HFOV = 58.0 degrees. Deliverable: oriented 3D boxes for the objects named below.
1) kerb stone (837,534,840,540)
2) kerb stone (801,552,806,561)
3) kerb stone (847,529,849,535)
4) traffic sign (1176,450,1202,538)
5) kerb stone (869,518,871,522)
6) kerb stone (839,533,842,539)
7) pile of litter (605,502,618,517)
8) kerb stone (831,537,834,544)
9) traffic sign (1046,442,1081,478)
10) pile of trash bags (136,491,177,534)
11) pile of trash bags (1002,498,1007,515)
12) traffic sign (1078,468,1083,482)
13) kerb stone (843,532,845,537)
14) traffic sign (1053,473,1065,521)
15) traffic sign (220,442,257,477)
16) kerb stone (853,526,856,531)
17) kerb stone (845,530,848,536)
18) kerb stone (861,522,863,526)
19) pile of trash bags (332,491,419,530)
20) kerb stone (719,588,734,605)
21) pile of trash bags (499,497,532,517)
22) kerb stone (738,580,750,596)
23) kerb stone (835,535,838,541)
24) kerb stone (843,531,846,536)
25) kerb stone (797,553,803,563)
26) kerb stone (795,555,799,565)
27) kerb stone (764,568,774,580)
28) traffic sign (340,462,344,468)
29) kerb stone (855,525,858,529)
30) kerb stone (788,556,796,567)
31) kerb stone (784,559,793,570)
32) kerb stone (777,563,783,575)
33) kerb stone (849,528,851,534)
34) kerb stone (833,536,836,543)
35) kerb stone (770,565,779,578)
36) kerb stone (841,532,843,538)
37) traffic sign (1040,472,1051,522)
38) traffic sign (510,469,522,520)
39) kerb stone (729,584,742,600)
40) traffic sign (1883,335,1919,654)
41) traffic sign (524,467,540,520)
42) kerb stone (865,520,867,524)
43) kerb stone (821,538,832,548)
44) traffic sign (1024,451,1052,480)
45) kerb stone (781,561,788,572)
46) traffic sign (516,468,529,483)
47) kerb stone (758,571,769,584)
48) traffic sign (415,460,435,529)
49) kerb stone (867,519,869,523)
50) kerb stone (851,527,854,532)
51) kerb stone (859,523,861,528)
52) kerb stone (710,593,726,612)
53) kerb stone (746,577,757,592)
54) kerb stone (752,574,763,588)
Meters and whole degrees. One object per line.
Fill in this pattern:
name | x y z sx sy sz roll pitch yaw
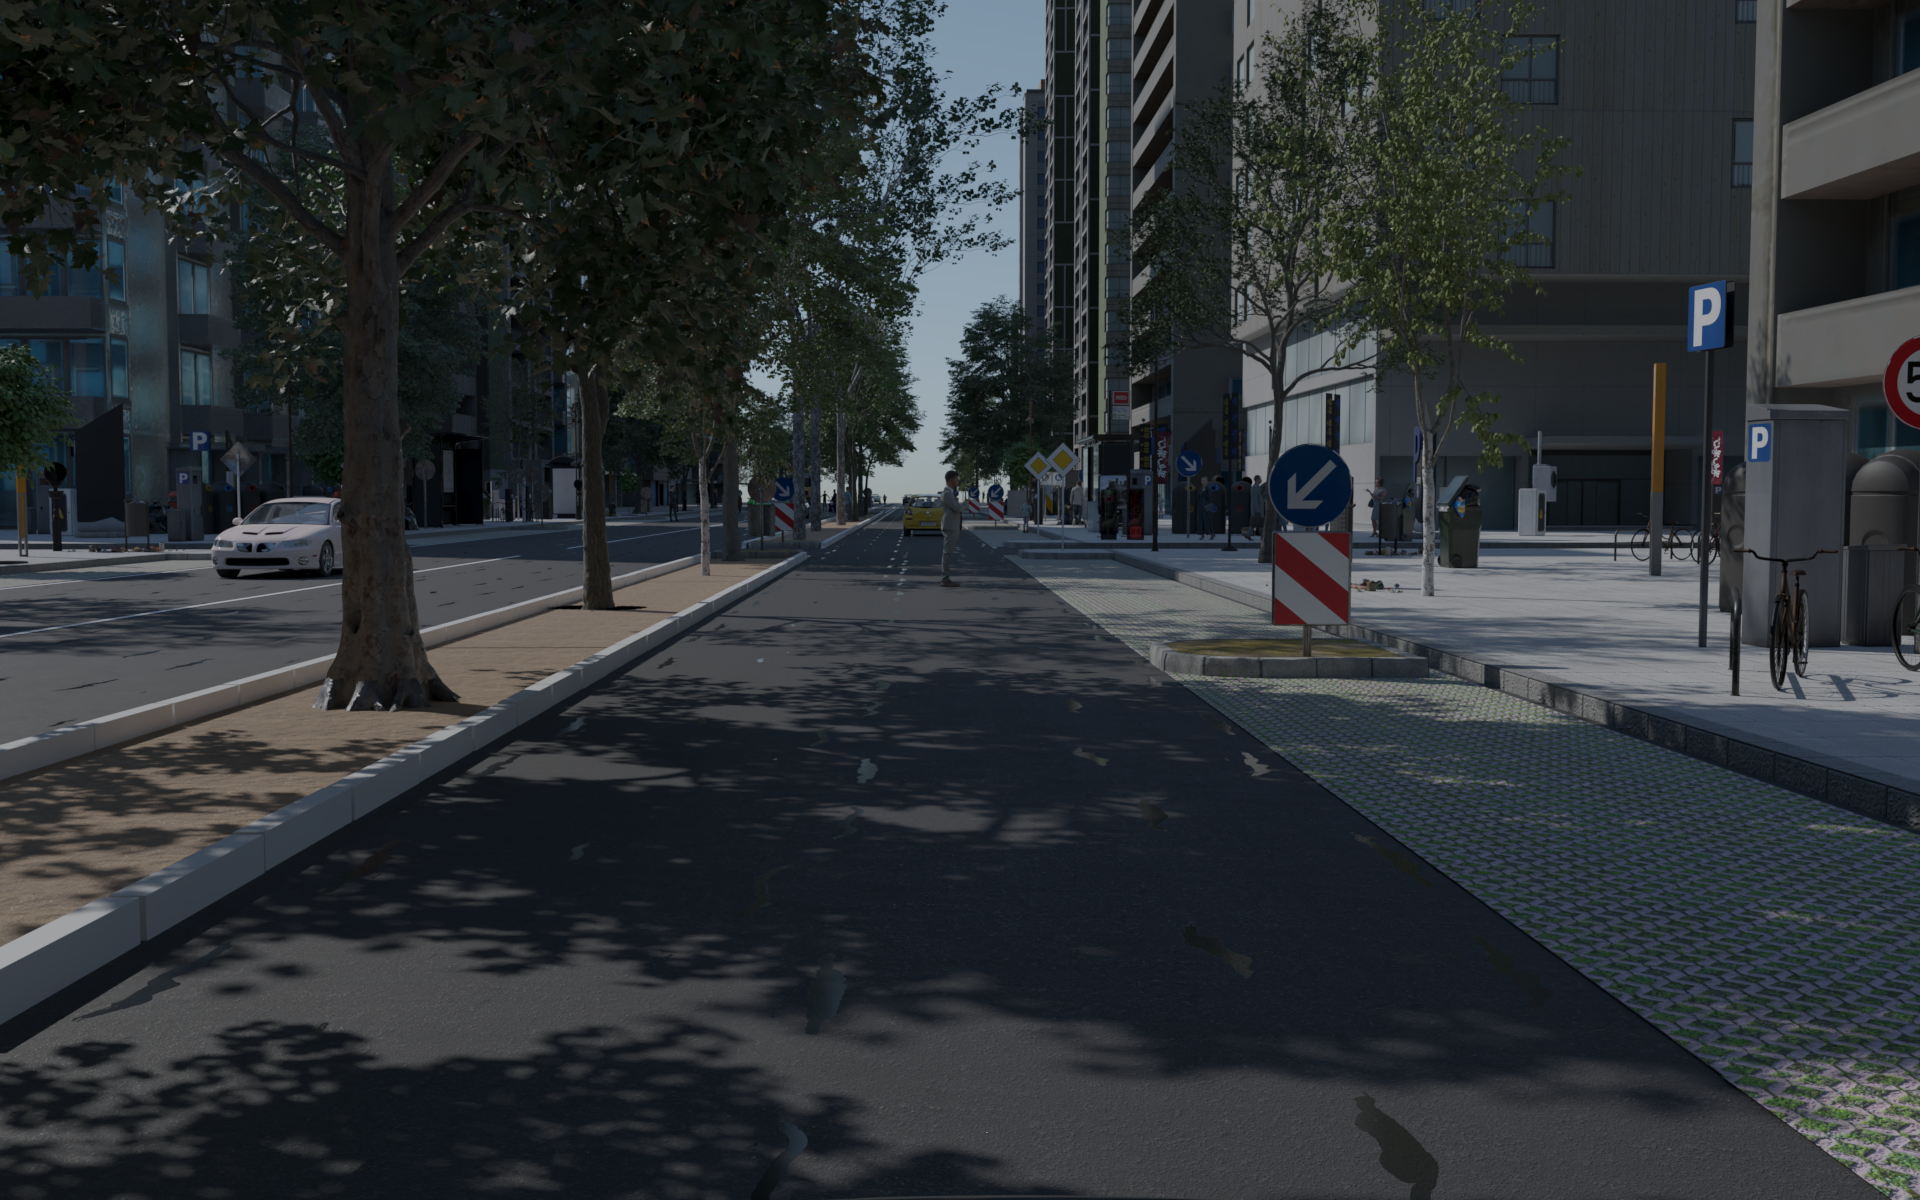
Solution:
kerb stone | -3.806 -1.863 52.719 0.120 0.150 1.000 0 4 -1
kerb stone | -3.418 -0.891 36.840 0.120 0.150 1.000 0 4 -1
kerb stone | -3.951 -2.244 58.878 0.120 0.150 1.000 0 4 -1
traffic sign | 6.677 -3.089 50.603 0.768 2.556 0.104 0 4 3
kerb stone | -4.560 -3.811 84.505 0.120 0.150 1.000 0 4 -1
kerb stone | -3.821 -1.926 53.743 0.120 0.150 1.000 0 4 -1
pile of litter | -19.990 -5.161 98.344 1.176 0.858 1.719 0 4 -3
kerb stone | -3.696 -1.617 48.626 0.120 0.150 1.000 0 4 -1
traffic sign | 2.335 -2.249 38.961 0.795 2.593 0.064 0 4 -1
pile of trash bags | -26.341 -2.872 56.707 1.912 1.369 3.447 0 4 1
pile of trash bags | 3.680 -5.854 105.458 1.912 1.369 3.447 2 4 24
traffic sign | 6.022 -5.044 82.568 0.768 2.556 0.104 0 4 8
kerb stone | -3.874 -2.055 55.799 0.120 0.150 1.000 0 4 -1
traffic sign | 4.656 -4.870 81.761 0.606 2.300 0.079 0 4 0
traffic sign | -16.054 -2.223 38.542 0.795 2.593 0.064 0 4 -1
kerb stone | -4.092 -2.620 65.026 0.120 0.150 1.000 0 4 -1
kerb stone | -3.921 -2.181 57.851 0.120 0.150 1.000 0 4 -1
kerb stone | -4.297 -3.121 73.228 0.120 0.150 1.000 0 4 -1
pile of trash bags | -20.595 -3.096 60.380 1.912 1.369 3.447 1 4 21
kerb stone | -3.076 -0.016 22.452 0.120 0.150 1.000 0 4 -1
pile of trash bags | -24.417 -5.340 97.065 3.447 1.369 1.912 -1 4 -19
kerb stone | -3.120 -0.141 24.502 0.120 0.150 1.000 0 4 -1
kerb stone | -3.741 -1.742 50.669 0.120 0.150 1.000 0 4 -1
kerb stone | -3.898 -2.118 56.829 0.120 0.150 1.000 0 4 -1
kerb stone | -3.384 -0.832 35.804 0.120 0.150 1.000 0 4 -1
kerb stone | -3.370 -0.766 34.782 0.120 0.150 1.000 0 4 -1
kerb stone | -3.216 -0.393 28.622 0.120 0.150 1.000 0 4 -1
traffic sign | -16.246 -2.712 46.525 0.795 2.593 0.064 0 4 -1
kerb stone | -4.143 -2.745 67.075 0.120 0.150 1.000 0 4 -1
kerb stone | -3.338 -0.706 33.748 0.120 0.150 1.000 0 4 -1
kerb stone | -3.307 -0.640 32.715 0.120 0.150 1.000 0 4 -1
kerb stone | -3.271 -0.518 30.667 0.120 0.150 1.000 0 4 -1
kerb stone | -3.997 -2.369 60.921 0.120 0.150 1.000 0 4 -1
kerb stone | -3.724 -1.677 49.647 0.120 0.150 1.000 0 4 -1
kerb stone | -3.238 -0.452 29.645 0.120 0.150 1.000 0 4 -1
kerb stone | -3.854 -1.993 54.778 0.120 0.150 1.000 0 4 -1
traffic sign | 3.927 -4.749 79.773 0.606 2.300 0.079 0 4 6
traffic sign | -22.121 -5.297 86.710 0.768 2.556 0.104 0 4 -1
kerb stone | -3.102 -0.078 23.476 0.120 0.150 1.000 0 4 -1
traffic sign | 7.701 -0.839 13.824 0.768 2.556 0.104 0 4 0
traffic sign | -19.806 -4.897 80.174 0.768 2.556 0.104 0 4 5
kerb stone | -4.415 -3.435 78.362 0.120 0.150 1.000 0 4 -1
kerb stone | -3.678 -1.554 47.604 0.120 0.150 1.000 0 4 -1
traffic sign | 2.144 -2.737 46.944 0.795 2.593 0.064 0 4 -1
kerb stone | -3.292 -0.574 31.689 0.120 0.150 1.000 0 4 -1
traffic sign | -21.294 -5.178 84.662 0.884 2.594 0.081 0 4 5
kerb stone | -3.194 -0.330 27.594 0.120 0.150 1.000 0 4 -1
traffic sign | -19.781 -3.910 64.037 0.768 2.556 0.104 0 4 7
kerb stone | -4.492 -3.623 81.429 0.120 0.150 1.000 0 4 -1
kerb stone | -4.039 -2.494 62.975 0.120 0.150 1.000 0 4 -1
kerb stone | -4.243 -2.993 71.176 0.120 0.150 1.000 0 4 -1
kerb stone | -3.048 0.049 21.430 0.120 0.150 1.000 0 4 -1
kerb stone | -3.138 -0.203 25.536 0.120 0.150 1.000 0 4 -1
kerb stone | -3.161 -0.267 26.558 0.120 0.150 1.000 0 4 -1
